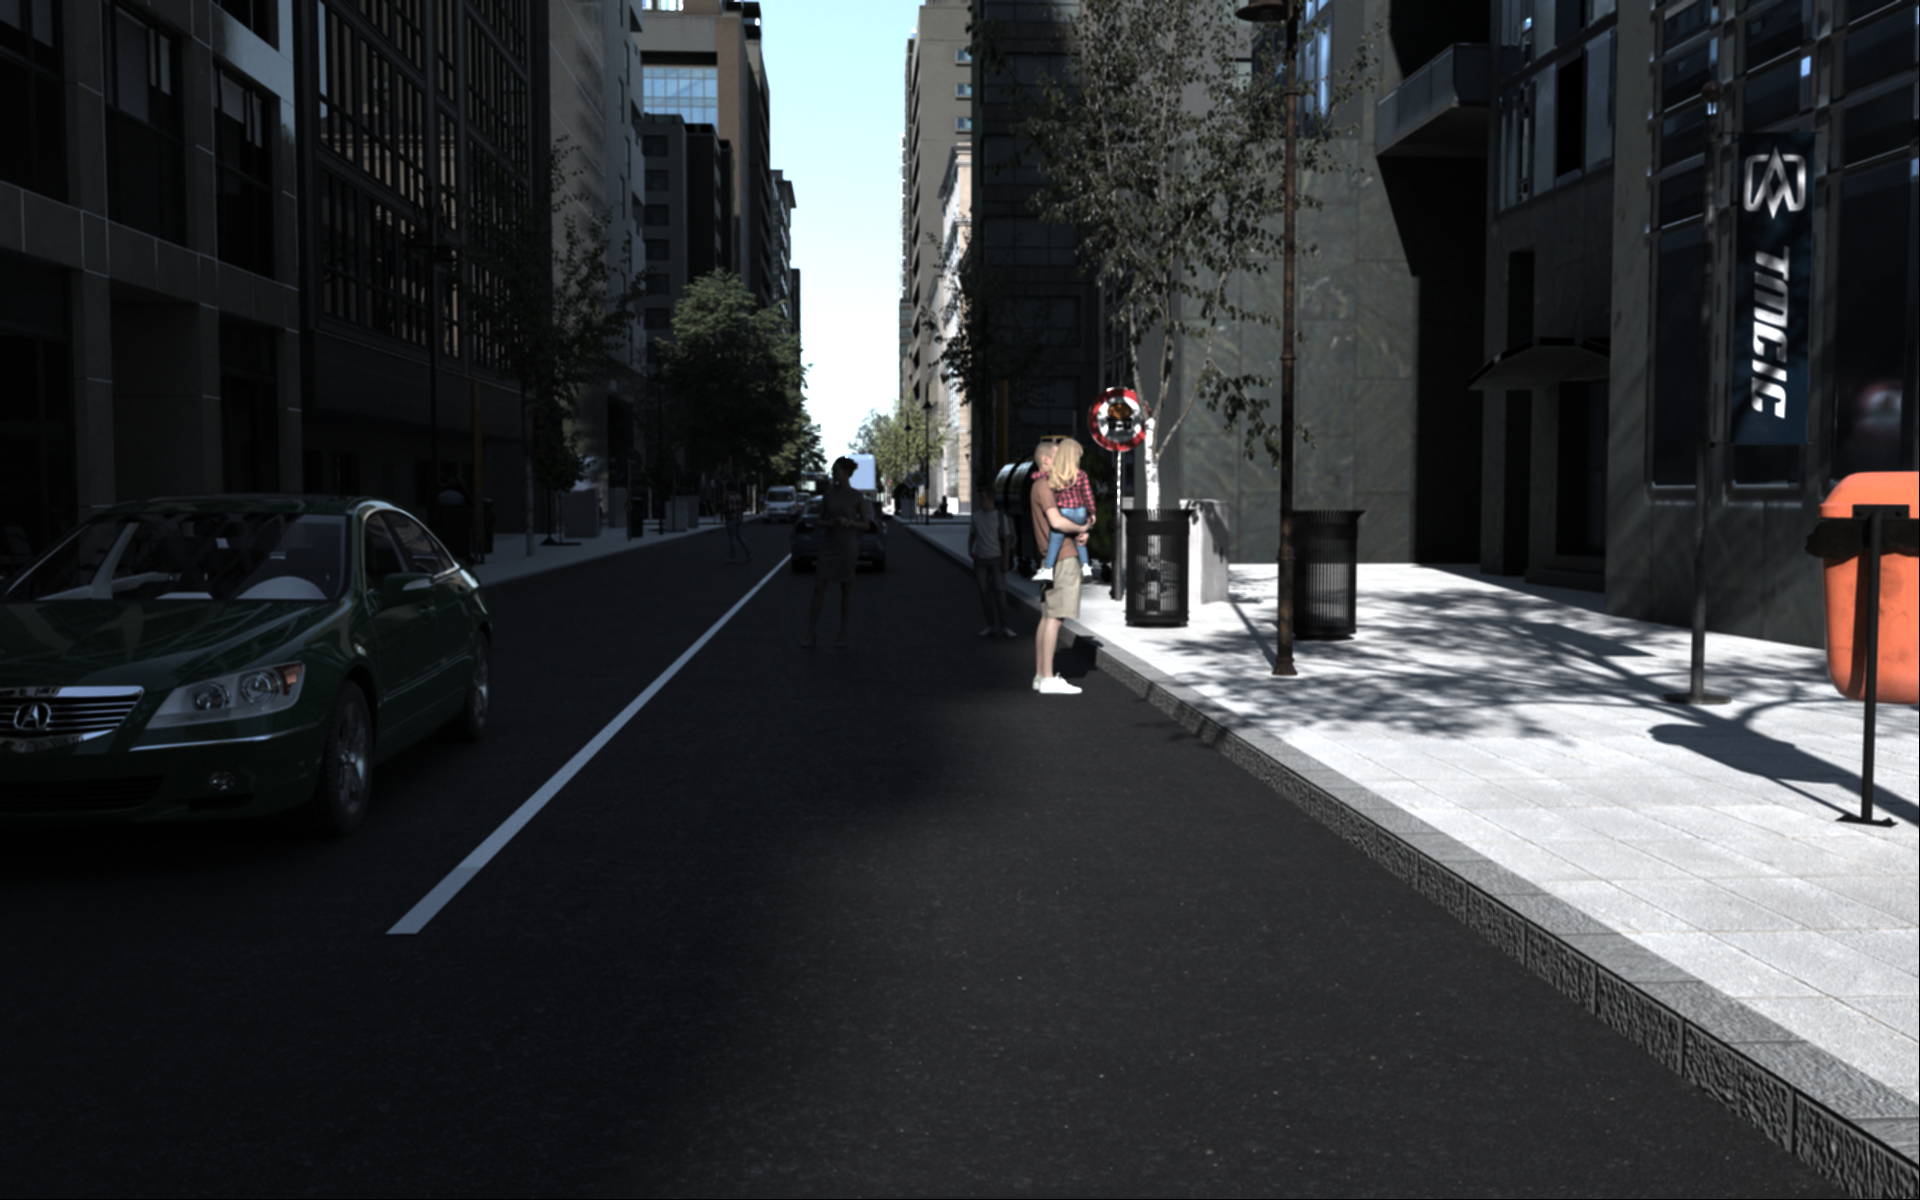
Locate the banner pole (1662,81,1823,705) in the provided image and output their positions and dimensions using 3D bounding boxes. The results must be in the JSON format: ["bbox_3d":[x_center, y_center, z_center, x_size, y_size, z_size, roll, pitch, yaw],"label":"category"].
[{"bbox_3d":[4.795,-1.259,10.606,0.863,3.779,0.401,0,4,2],"label":"banner pole"}]

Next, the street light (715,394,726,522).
[{"bbox_3d":[-11.012,-6.552,79.918,0.468,5.910,1.993,0,4,-4],"label":"street light"}]

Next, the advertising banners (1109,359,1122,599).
[{"bbox_3d":[1.991,-1.576,21.956,0.090,3.025,2.074,0,4,8],"label":"advertising banners"}]

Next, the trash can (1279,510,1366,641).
[{"bbox_3d":[3.189,-0.222,15.279,0.748,1.137,0.748,0,3,0],"label":"trash can"}]

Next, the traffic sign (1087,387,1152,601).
[{"bbox_3d":[1.903,-1.261,20.729,0.768,2.556,0.104,0,4,1],"label":"traffic sign"}]

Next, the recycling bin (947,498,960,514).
[{"bbox_3d":[-0.418,-6.120,112.611,0.722,1.027,0.722,1,4,10],"label":"recycling bin"}]

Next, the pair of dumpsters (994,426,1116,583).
[{"bbox_3d":[1.482,-1.502,27.057,1.574,2.255,4.437,0,4,-4],"label":"pair of dumpsters"}]

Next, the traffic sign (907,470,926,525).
[{"bbox_3d":[-1.771,-4.147,71.453,0.795,2.450,0.064,0,4,-4],"label":"traffic sign"}]

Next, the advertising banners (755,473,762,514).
[{"bbox_3d":[-13.057,-7.112,112.466,0.090,3.025,2.074,0,4,7],"label":"advertising banners"}]

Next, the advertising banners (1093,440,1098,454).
[{"bbox_3d":[4.005,-3.504,53.477,0.090,3.025,2.074,-1,4,-8],"label":"advertising banners"}]

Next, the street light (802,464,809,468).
[{"bbox_3d":[-19.344,-14.800,214.769,0.468,5.910,1.993,0,4,-4],"label":"street light"}]

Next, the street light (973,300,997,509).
[{"bbox_3d":[0.587,-4.195,41.371,0.468,5.910,1.993,0,4,-4],"label":"street light"}]

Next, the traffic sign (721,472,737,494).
[{"bbox_3d":[-10.542,-4.605,78.935,0.795,2.450,0.064,0,4,-4],"label":"traffic sign"}]

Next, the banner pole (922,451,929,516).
[{"bbox_3d":[-2.002,-6.833,101.732,0.401,3.779,0.863,2,4,27],"label":"banner pole"}]

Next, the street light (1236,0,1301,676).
[{"bbox_3d":[2.307,-2.406,12.128,0.468,5.910,1.993,0,4,-4],"label":"street light"}]

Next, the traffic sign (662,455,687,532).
[{"bbox_3d":[-9.616,-3.557,58.166,0.884,2.594,0.081,0,4,4],"label":"traffic sign"}]

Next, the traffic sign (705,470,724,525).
[{"bbox_3d":[-10.050,-4.118,70.965,0.795,2.450,0.064,0,4,-4],"label":"traffic sign"}]

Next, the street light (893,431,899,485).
[{"bbox_3d":[-4.606,-9.274,124.415,0.468,5.910,1.993,0,4,-4],"label":"street light"}]

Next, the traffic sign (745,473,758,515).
[{"bbox_3d":[-12.834,-6.517,106.661,0.768,2.556,0.104,0,4,0],"label":"traffic sign"}]

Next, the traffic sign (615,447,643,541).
[{"bbox_3d":[-9.019,-2.880,47.195,0.768,2.556,0.104,0,4,1],"label":"traffic sign"}]

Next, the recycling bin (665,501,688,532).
[{"bbox_3d":[-9.615,-2.825,58.749,0.722,1.027,0.722,0,4,-6],"label":"recycling bin"}]

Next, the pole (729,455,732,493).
[{"bbox_3d":[-12.099,-5.969,91.435,0.158,3.312,0.155,0,3,0],"label":"pole"}]

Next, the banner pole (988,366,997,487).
[{"bbox_3d":[0.653,-2.703,34.217,0.401,3.779,0.863,1,4,12],"label":"banner pole"}]

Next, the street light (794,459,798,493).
[{"bbox_3d":[-17.514,-12.982,185.046,0.468,5.910,1.993,0,4,-4],"label":"street light"}]

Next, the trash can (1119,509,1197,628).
[{"bbox_3d":[1.906,-0.310,16.728,0.748,1.137,0.748,0,3,0],"label":"trash can"}]

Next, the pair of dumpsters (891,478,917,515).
[{"bbox_3d":[-3.348,-6.288,105.296,1.574,2.255,4.437,0,4,-4],"label":"pair of dumpsters"}]

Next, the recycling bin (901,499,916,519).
[{"bbox_3d":[-2.686,-4.758,90.349,0.722,1.027,0.722,0,4,6],"label":"recycling bin"}]

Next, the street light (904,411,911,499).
[{"bbox_3d":[-2.855,-7.483,95.126,0.468,5.910,1.993,0,4,-4],"label":"street light"}]

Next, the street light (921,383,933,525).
[{"bbox_3d":[-1.348,-6.012,71.078,0.468,5.910,1.993,0,4,-4],"label":"street light"}]

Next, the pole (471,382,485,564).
[{"bbox_3d":[-8.797,-2.309,31.588,0.158,3.312,0.155,0,3,0],"label":"pole"}]

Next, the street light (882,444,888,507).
[{"bbox_3d":[-6.405,-11.062,153.653,0.468,5.910,1.993,0,4,-4],"label":"street light"}]

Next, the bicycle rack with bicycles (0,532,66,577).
[{"bbox_3d":[-7.726,-0.201,16.670,2.925,0.926,2.852,2,4,31],"label":"bicycle rack with bicycles"}]

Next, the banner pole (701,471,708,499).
[{"bbox_3d":[-16.491,-7.453,111.870,0.401,3.779,0.863,2,4,28],"label":"banner pole"}]

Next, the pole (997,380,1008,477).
[{"bbox_3d":[0.764,-2.281,31.132,0.158,3.312,0.155,0,3,0],"label":"pole"}]

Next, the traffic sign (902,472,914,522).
[{"bbox_3d":[-2.262,-4.635,79.423,0.795,2.450,0.064,0,4,-4],"label":"traffic sign"}]

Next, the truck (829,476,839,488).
[{"bbox_3d":[-19.835,-17.123,269.718,2.967,4.110,18.799,0,4,-4],"label":"truck"}]

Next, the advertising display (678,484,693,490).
[{"bbox_3d":[-17.699,-6.519,111.803,0.974,1.923,0.123,1,4,12],"label":"advertising display"}]

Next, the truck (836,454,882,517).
[{"bbox_3d":[-6.472,-7.437,111.349,2.967,4.110,18.799,0,4,-4],"label":"truck"}]

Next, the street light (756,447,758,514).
[{"bbox_3d":[-12.867,-8.377,109.751,0.468,5.910,1.993,0,4,-4],"label":"street light"}]

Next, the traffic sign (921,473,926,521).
[{"bbox_3d":[-1.787,-4.821,80.949,0.606,2.300,0.079,0,4,0],"label":"traffic sign"}]

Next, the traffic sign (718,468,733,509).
[{"bbox_3d":[-11.424,-5.147,84.261,0.768,2.556,0.104,0,4,-2],"label":"traffic sign"}]
